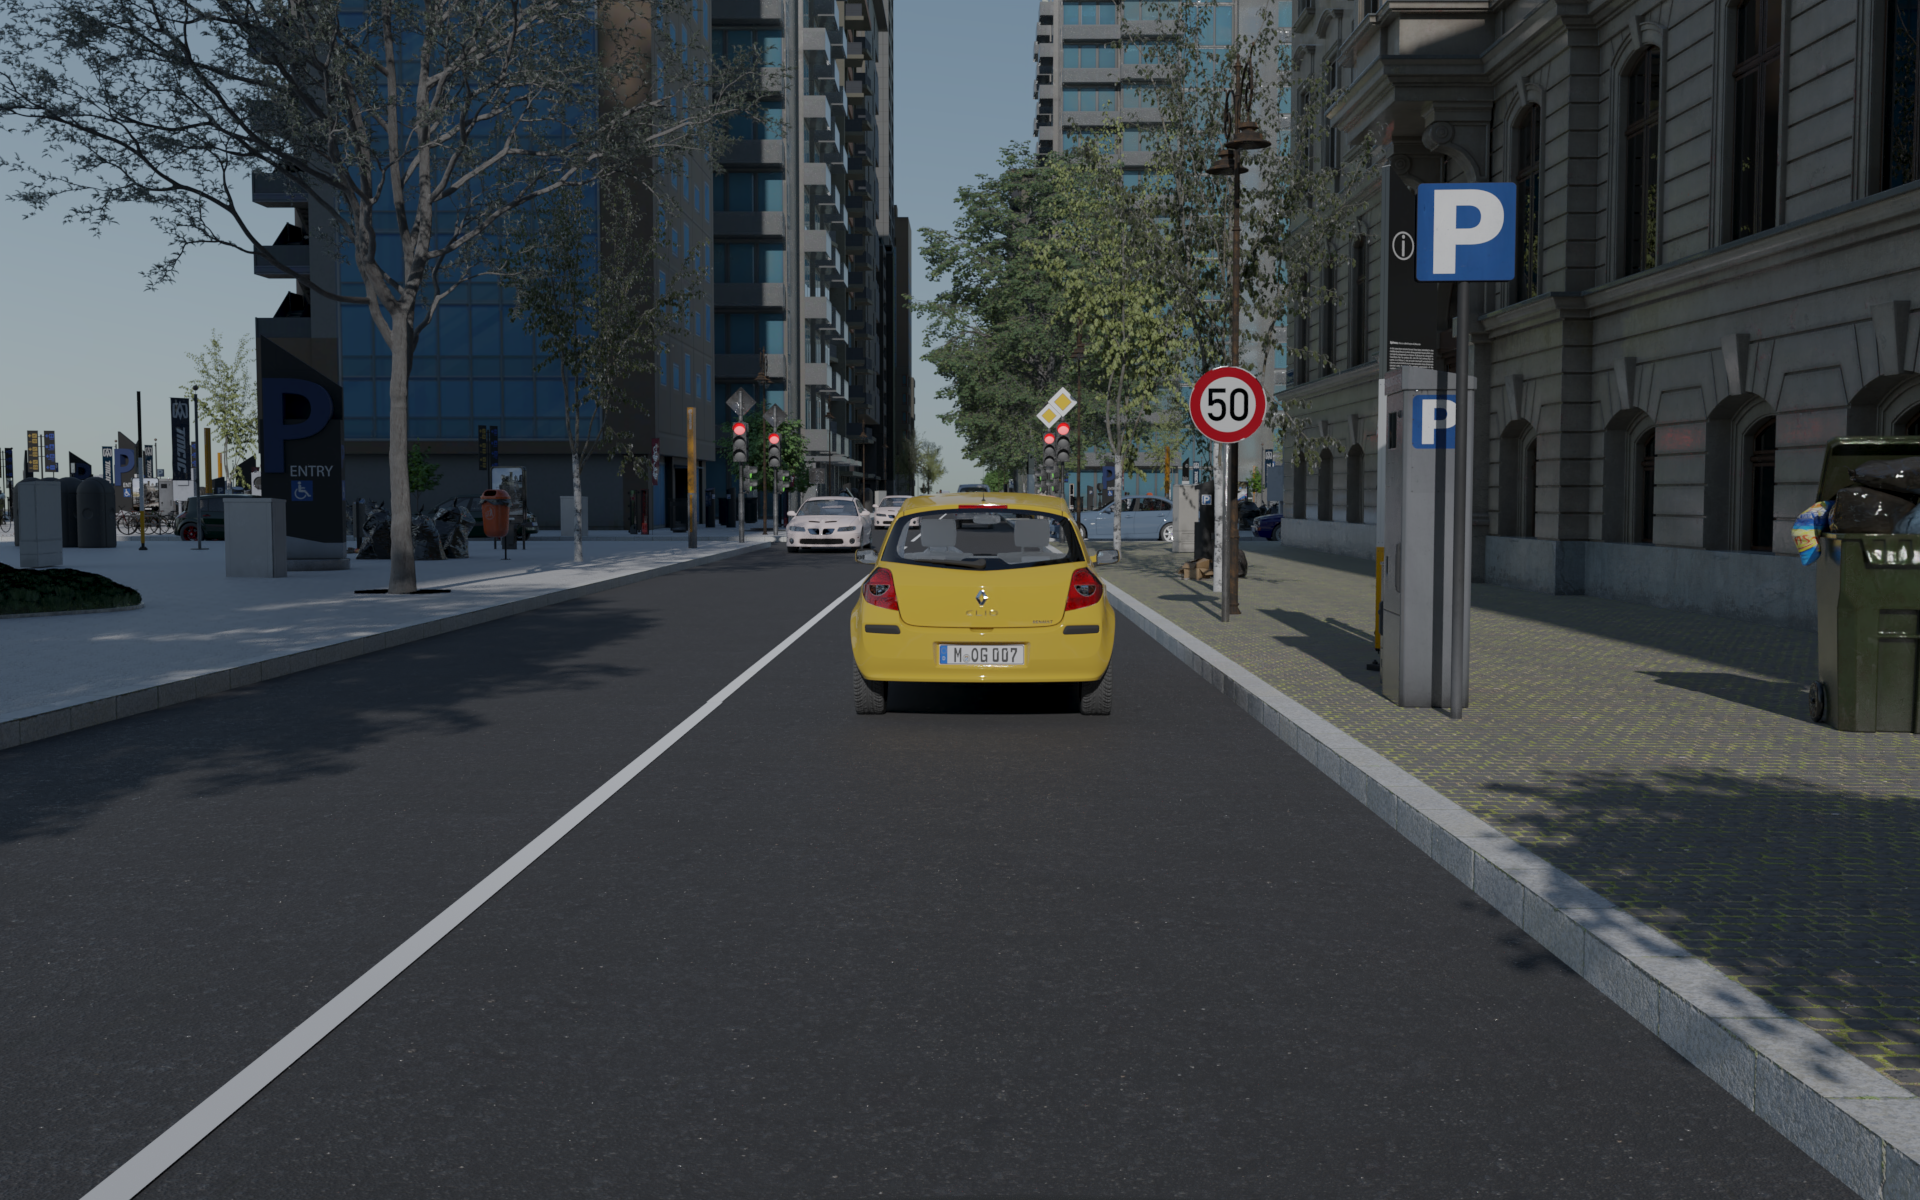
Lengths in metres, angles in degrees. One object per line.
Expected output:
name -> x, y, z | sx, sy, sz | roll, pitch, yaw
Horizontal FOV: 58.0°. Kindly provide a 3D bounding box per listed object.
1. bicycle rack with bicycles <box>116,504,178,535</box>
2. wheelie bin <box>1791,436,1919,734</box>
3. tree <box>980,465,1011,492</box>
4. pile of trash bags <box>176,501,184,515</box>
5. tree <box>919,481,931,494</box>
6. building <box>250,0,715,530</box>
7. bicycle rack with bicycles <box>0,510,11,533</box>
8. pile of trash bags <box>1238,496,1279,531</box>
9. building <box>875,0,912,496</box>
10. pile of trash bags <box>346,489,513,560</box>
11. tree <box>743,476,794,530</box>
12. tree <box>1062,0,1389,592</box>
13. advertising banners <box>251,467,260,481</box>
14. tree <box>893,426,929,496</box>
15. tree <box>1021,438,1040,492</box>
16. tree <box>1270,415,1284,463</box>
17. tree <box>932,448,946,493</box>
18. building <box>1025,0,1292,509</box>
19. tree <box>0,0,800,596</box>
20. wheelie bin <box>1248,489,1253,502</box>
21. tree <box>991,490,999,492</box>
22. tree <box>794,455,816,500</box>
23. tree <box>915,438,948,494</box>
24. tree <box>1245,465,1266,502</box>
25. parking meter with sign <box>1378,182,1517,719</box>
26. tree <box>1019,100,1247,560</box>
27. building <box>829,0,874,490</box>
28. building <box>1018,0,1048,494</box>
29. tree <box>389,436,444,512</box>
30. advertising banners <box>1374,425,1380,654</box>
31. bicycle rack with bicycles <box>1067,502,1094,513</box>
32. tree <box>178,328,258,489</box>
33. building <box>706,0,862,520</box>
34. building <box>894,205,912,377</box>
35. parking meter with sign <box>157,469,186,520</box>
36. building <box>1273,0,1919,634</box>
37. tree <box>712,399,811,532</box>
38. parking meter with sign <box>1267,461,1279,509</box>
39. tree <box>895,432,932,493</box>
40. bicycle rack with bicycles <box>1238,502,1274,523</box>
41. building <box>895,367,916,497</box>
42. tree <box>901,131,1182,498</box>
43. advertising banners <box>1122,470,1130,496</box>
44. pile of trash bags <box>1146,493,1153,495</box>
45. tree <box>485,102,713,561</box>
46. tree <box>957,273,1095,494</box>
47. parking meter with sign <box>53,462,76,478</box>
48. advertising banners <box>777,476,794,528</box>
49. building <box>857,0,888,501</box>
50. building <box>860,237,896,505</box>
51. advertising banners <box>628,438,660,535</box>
bicycle rack with bicycles -> -25.802, -2.544, 54.968 | 2.925, 0.926, 2.852 | 0, 4, -1
wheelie bin -> 5.091, -0.094, 9.442 | 0.980, 1.594, 0.693 | 1, 4, 14
tree -> 4.281, -12.894, 194.522 | 4.285, 4.588, 4.351 | 0, 3, 0
pile of trash bags -> -41.675, -4.883, 89.592 | 3.447, 1.369, 1.912 | 1, 4, 10
tree -> -5.367, -15.878, 254.201 | 1.663, 3.219, 1.824 | 0, 3, 0
building -> -17.521, -25.473, 66.598 | 14.600, 45.320, 14.200 | 0, 4, 0
bicycle rack with bicycles -> -31.100, -2.682, 57.237 | 2.852, 0.926, 2.925 | 0, 4, -7
pile of trash bags -> 10.399, -3.159, 61.405 | 1.912, 1.369, 3.447 | -3, 5, -40
building -> -16.725, -48.060, 224.031 | 20.563, 71.187, 20.611 | 0, 4, 0
pile of trash bags -> -10.233, -1.493, 34.160 | 3.447, 1.369, 1.912 | 2, 4, 26
tree -> -7.076, -4.152, 62.488 | 1.663, 3.219, 1.824 | 0, 3, 0
tree -> 3.381, -4.398, 22.271 | 4.360, 8.622, 3.978 | 0, 3, 0
advertising banners -> -45.705, -6.986, 110.416 | 2.074, 3.025, 0.090 | -1, 4, -18
tree -> -5.361, -14.518, 187.739 | 4.360, 8.622, 3.978 | 0, 3, 0
tree -> 4.890, -11.071, 131.372 | 4.360, 8.622, 3.978 | 0, 3, 0
tree -> 23.947, -10.570, 123.183 | 4.737, 8.622, 4.395 | 0, 3, 0
tree -> -4.608, -19.482, 268.885 | 4.737, 8.622, 4.395 | 0, 3, 0
building -> 17.914, -32.800, 155.881 | 23.786, 49.044, 30.456 | 0, 4, 0
tree -> -7.260, -6.836, 22.134 | 12.009, 13.543, 11.850 | 0, 3, 0
wheelie bin -> 17.128, -5.885, 104.125 | 0.980, 1.594, 0.693 | -3, 4, -38
tree -> 4.411, -13.306, 212.156 | 1.663, 3.219, 1.824 | 0, 3, 0
tree -> -7.022, -4.663, 70.835 | 1.663, 3.219, 1.824 | 0, 3, 0
tree -> -5.566, -21.557, 286.871 | 8.767, 10.594, 7.601 | 3, 4, 36
tree -> 19.030, -7.096, 110.613 | 1.663, 3.219, 1.824 | 0, 3, 0
parking meter with sign -> 2.896, -0.879, 10.635 | 0.543, 3.016, 1.738 | 0, 4, 4
tree -> 3.295, -5.079, 33.402 | 4.737, 8.622, 4.395 | 0, 3, 0
building -> -18.671, -29.905, 143.574 | 22.147, 44.769, 28.867 | 0, 4, 0
building -> 17.441, -53.379, 185.411 | 22.319, 86.520, 31.000 | 0, 4, 0
tree -> -18.169, -3.883, 58.095 | 1.663, 3.219, 1.824 | 0, 3, 0
advertising banners -> 3.480, -1.108, 14.305 | 0.090, 3.025, 2.074 | 1, 4, 14
bicycle rack with bicycles -> 4.819, -3.829, 75.993 | 2.925, 0.926, 2.852 | 0, 4, -2
tree -> -32.660, -7.795, 77.804 | 4.737, 8.622, 4.395 | 0, 3, 0
building -> -18.085, -29.284, 98.399 | 23.786, 49.044, 30.456 | 0, 4, 0
building -> -14.690, -37.998, 271.371 | 14.600, 45.320, 14.200 | 0, 4, 0
parking meter with sign -> -39.162, -5.459, 85.512 | 1.738, 3.016, 0.543 | 0, 4, -7
building -> 13.098, -12.640, 25.743 | 14.460, 24.649, 34.723 | 0, 4, 0
tree -> -6.813, -4.647, 59.696 | 4.285, 4.588, 4.351 | 0, 3, 0
parking meter with sign -> 16.785, -5.914, 92.961 | 0.543, 3.016, 1.738 | 1, 4, 21
tree -> -6.097, -15.586, 205.195 | 4.737, 8.622, 4.395 | 0, 3, 0
bicycle rack with bicycles -> 13.116, -3.837, 76.124 | 2.852, 0.926, 2.925 | 1, 4, 22
building -> -20.724, -24.807, 250.625 | 27.650, 21.520, 28.899 | 0, 4, 0
tree -> 3.132, -9.415, 60.594 | 9.857, 13.997, 8.962 | 0, 3, 0
advertising banners -> 11.866, -7.816, 123.982 | 0.090, 3.025, 2.074 | -1, 4, -9
pile of trash bags -> 13.518, -6.718, 119.596 | 1.912, 1.369, 3.447 | -1, 4, -13
tree -> -7.086, -5.037, 32.714 | 4.360, 8.622, 3.978 | 0, 3, 0
tree -> 3.260, -10.221, 85.233 | 7.486, 12.596, 7.792 | 0, 3, 0
parking meter with sign -> -49.037, -6.021, 94.708 | 1.738, 3.016, 0.543 | 2, 4, 30
advertising banners -> -6.653, -4.273, 66.058 | 0.090, 3.025, 2.074 | -2, 4, -25
building -> -21.960, -35.611, 171.480 | 28.713, 52.752, 27.495 | 0, 4, 0
building -> -14.555, -25.773, 193.092 | 14.160, 30.474, 14.107 | 0, 4, 0
advertising banners -> -9.950, -3.570, 54.560 | 0.090, 3.025, 2.074 | -3, 4, -38
